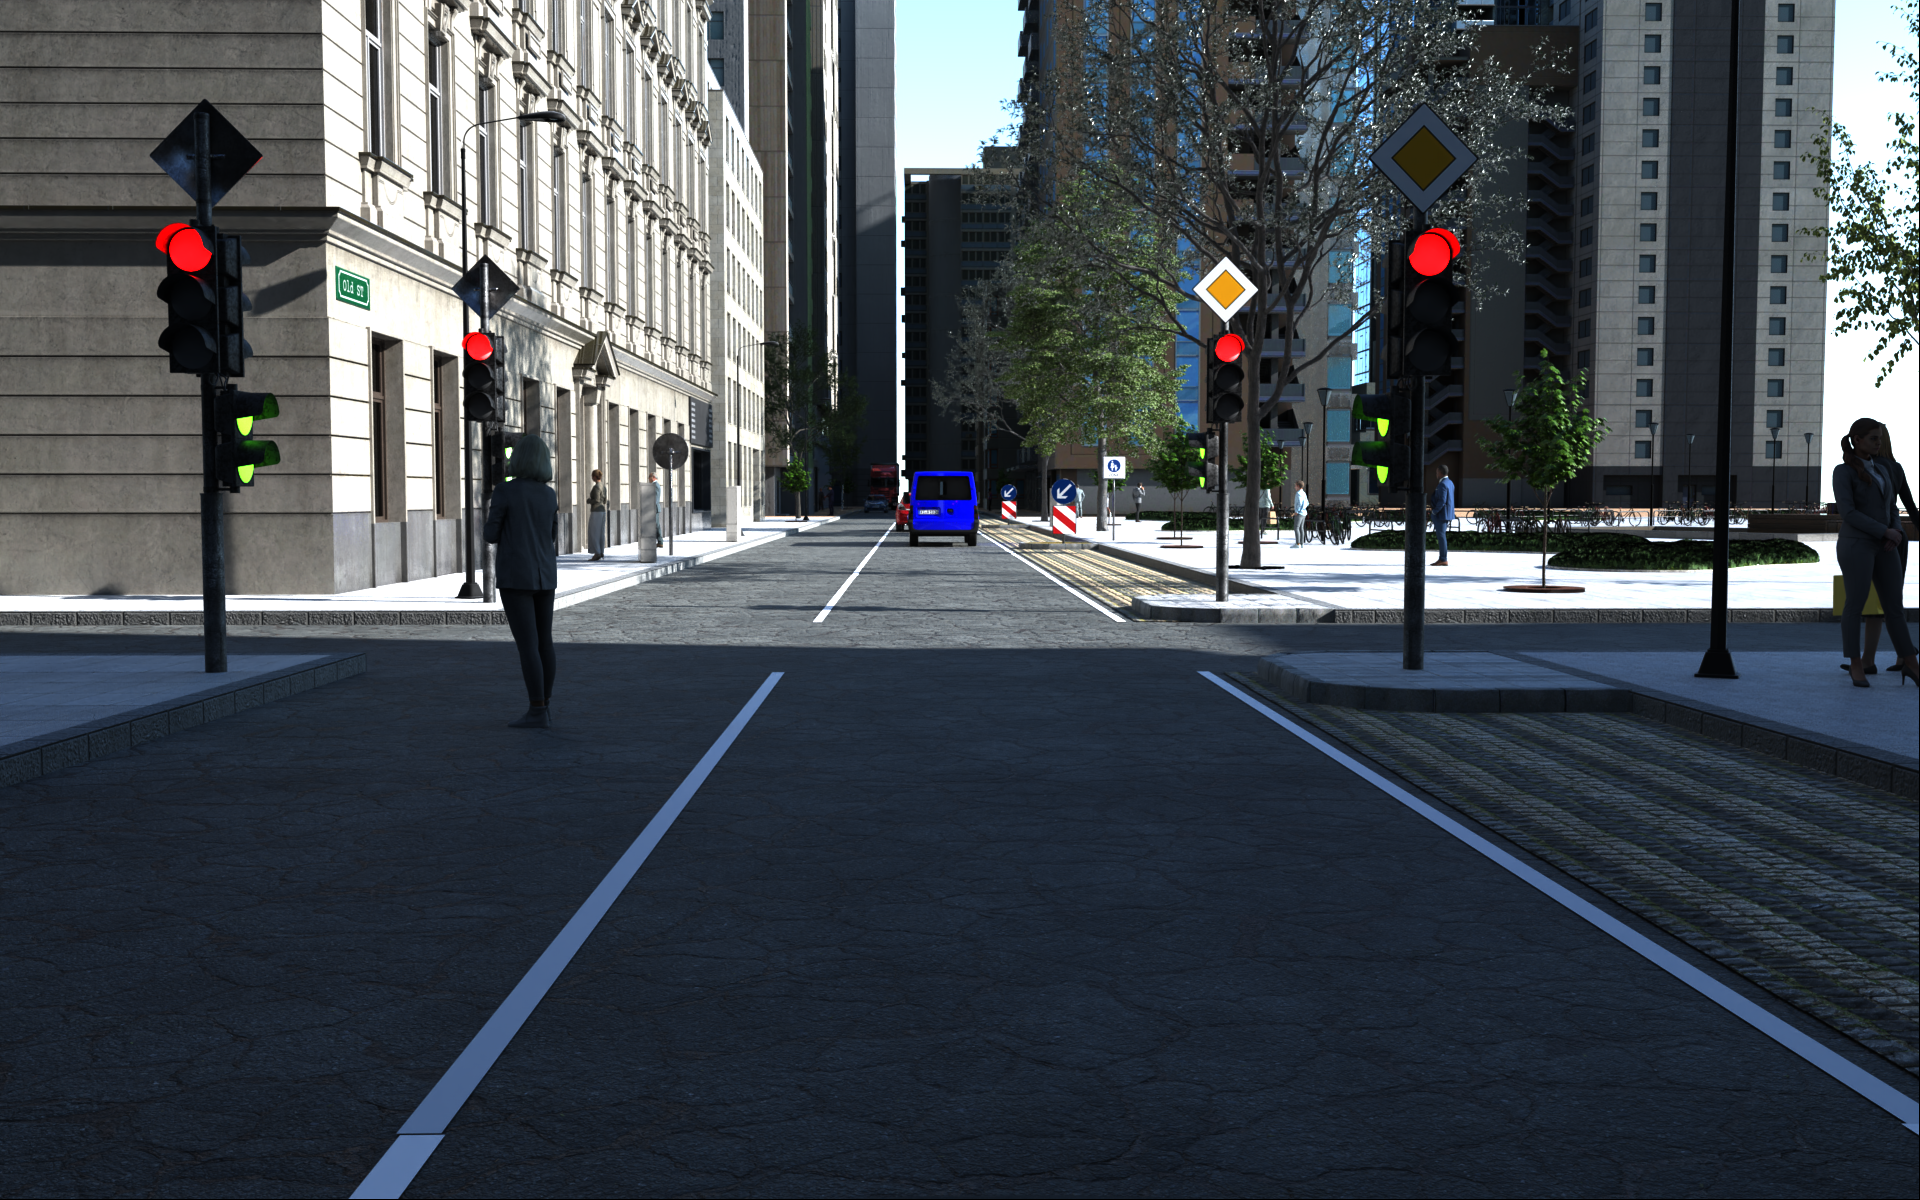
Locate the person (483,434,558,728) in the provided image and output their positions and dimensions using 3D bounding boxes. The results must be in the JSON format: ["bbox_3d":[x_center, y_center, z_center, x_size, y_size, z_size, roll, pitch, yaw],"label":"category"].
[{"bbox_3d":[-2.742,-0.126,10.746,0.526,1.800,0.537,3,5,43],"label":"person"}]

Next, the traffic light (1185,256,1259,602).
[{"bbox_3d":[3.113,-1.937,20.585,0.839,4.253,0.868,0,4,-1],"label":"traffic light"}]

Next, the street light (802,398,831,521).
[{"bbox_3d":[-6.923,-6.805,83.803,1.470,5.913,1.316,0,4,-1],"label":"street light"}]

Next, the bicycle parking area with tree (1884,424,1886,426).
[{"bbox_3d":[36.527,-5.252,72.873,9.016,4.147,8.231,-1,4,-10],"label":"bicycle parking area with tree"}]

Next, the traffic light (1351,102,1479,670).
[{"bbox_3d":[3.309,-1.448,12.603,0.839,4.253,0.868,0,4,-1],"label":"traffic light"}]

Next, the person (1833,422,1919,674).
[{"bbox_3d":[6.951,-0.379,12.457,1.509,1.804,0.699,0,4,-7],"label":"person"}]

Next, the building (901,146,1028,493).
[{"bbox_3d":[5.338,-30.843,196.163,23.993,40.220,32.217,0,4,-1],"label":"building"}]

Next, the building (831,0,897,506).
[{"bbox_3d":[-20.984,-39.580,189.128,28.212,58.520,21.231,0,4,-1],"label":"building"}]

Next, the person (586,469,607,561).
[{"bbox_3d":[-7.039,-1.645,33.480,0.362,1.759,0.519,1,4,11],"label":"person"}]

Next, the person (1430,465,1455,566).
[{"bbox_3d":[8.623,-1.512,30.947,0.419,1.800,0.721,1,4,22],"label":"person"}]

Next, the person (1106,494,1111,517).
[{"bbox_3d":[7.990,-5.371,94.608,0.466,1.731,0.760,2,4,32],"label":"person"}]

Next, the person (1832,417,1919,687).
[{"bbox_3d":[6.130,-0.316,11.491,0.520,1.790,0.573,-3,5,-39],"label":"person"}]

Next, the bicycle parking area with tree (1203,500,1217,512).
[{"bbox_3d":[16.944,-6.268,89.488,9.016,4.147,8.231,1,4,12],"label":"bicycle parking area with tree"}]

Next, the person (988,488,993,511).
[{"bbox_3d":[2.366,-7.636,131.581,0.721,1.739,1.217,0,4,8],"label":"person"}]

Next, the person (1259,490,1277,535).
[{"bbox_3d":[9.532,-2.910,54.103,0.515,1.767,0.782,-2,4,-24],"label":"person"}]

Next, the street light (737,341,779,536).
[{"bbox_3d":[-6.214,-4.907,52.777,1.470,5.913,1.316,0,4,-1],"label":"street light"}]

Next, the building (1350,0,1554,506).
[{"bbox_3d":[56.959,-53.661,190.032,31.000,86.520,22.319,0,4,-1],"label":"building"}]

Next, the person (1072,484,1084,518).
[{"bbox_3d":[6.339,-5.303,92.850,0.635,1.810,0.391,-1,4,-23],"label":"person"}]

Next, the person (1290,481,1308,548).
[{"bbox_3d":[8.078,-2.039,41.193,0.330,1.601,0.589,3,5,39],"label":"person"}]

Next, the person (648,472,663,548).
[{"bbox_3d":[-7.369,-2.141,41.231,0.590,1.801,0.661,0,4,-7],"label":"person"}]

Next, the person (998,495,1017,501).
[{"bbox_3d":[3.009,-6.388,110.426,1.348,1.831,0.705,-2,4,-26],"label":"person"}]

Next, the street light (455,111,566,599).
[{"bbox_3d":[-5.485,-2.974,21.158,1.470,5.913,1.316,0,4,-1],"label":"street light"}]

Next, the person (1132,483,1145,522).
[{"bbox_3d":[8.101,-4.429,78.642,0.473,1.802,0.592,-1,4,-16],"label":"person"}]

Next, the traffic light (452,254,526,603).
[{"bbox_3d":[-5.545,-1.923,20.358,0.839,4.253,0.868,0,4,-1],"label":"traffic light"}]

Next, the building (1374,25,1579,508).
[{"bbox_3d":[48.339,-31.427,163.944,14.200,45.320,14.600,0,4,-1],"label":"building"}]

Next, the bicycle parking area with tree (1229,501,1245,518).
[{"bbox_3d":[16.149,-5.103,70.442,8.231,4.147,9.016,-1,4,-13],"label":"bicycle parking area with tree"}]

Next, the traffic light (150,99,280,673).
[{"bbox_3d":[-5.349,-1.434,12.375,0.839,4.253,0.868,0,4,-1],"label":"traffic light"}]

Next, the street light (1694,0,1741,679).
[{"bbox_3d":[4.792,-2.414,12.005,1.470,5.913,1.316,0,4,-1],"label":"street light"}]

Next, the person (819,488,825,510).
[{"bbox_3d":[-10.977,-7.930,136.259,0.434,1.755,0.990,-3,5,-42],"label":"person"}]

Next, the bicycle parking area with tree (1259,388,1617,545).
[{"bbox_3d":[12.409,-3.667,46.956,8.231,4.147,9.016,1,4,8],"label":"bicycle parking area with tree"}]

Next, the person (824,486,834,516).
[{"bbox_3d":[-7.738,-5.874,102.534,0.568,1.767,0.683,0,3,0],"label":"person"}]

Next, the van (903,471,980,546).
[{"bbox_3d":[-0.505,-2.741,49.195,2.240,2.365,5.245,0,4,-1],"label":"van"}]

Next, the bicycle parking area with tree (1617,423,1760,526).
[{"bbox_3d":[26.419,-5.195,71.934,9.016,4.147,8.231,-1,4,-17],"label":"bicycle parking area with tree"}]
